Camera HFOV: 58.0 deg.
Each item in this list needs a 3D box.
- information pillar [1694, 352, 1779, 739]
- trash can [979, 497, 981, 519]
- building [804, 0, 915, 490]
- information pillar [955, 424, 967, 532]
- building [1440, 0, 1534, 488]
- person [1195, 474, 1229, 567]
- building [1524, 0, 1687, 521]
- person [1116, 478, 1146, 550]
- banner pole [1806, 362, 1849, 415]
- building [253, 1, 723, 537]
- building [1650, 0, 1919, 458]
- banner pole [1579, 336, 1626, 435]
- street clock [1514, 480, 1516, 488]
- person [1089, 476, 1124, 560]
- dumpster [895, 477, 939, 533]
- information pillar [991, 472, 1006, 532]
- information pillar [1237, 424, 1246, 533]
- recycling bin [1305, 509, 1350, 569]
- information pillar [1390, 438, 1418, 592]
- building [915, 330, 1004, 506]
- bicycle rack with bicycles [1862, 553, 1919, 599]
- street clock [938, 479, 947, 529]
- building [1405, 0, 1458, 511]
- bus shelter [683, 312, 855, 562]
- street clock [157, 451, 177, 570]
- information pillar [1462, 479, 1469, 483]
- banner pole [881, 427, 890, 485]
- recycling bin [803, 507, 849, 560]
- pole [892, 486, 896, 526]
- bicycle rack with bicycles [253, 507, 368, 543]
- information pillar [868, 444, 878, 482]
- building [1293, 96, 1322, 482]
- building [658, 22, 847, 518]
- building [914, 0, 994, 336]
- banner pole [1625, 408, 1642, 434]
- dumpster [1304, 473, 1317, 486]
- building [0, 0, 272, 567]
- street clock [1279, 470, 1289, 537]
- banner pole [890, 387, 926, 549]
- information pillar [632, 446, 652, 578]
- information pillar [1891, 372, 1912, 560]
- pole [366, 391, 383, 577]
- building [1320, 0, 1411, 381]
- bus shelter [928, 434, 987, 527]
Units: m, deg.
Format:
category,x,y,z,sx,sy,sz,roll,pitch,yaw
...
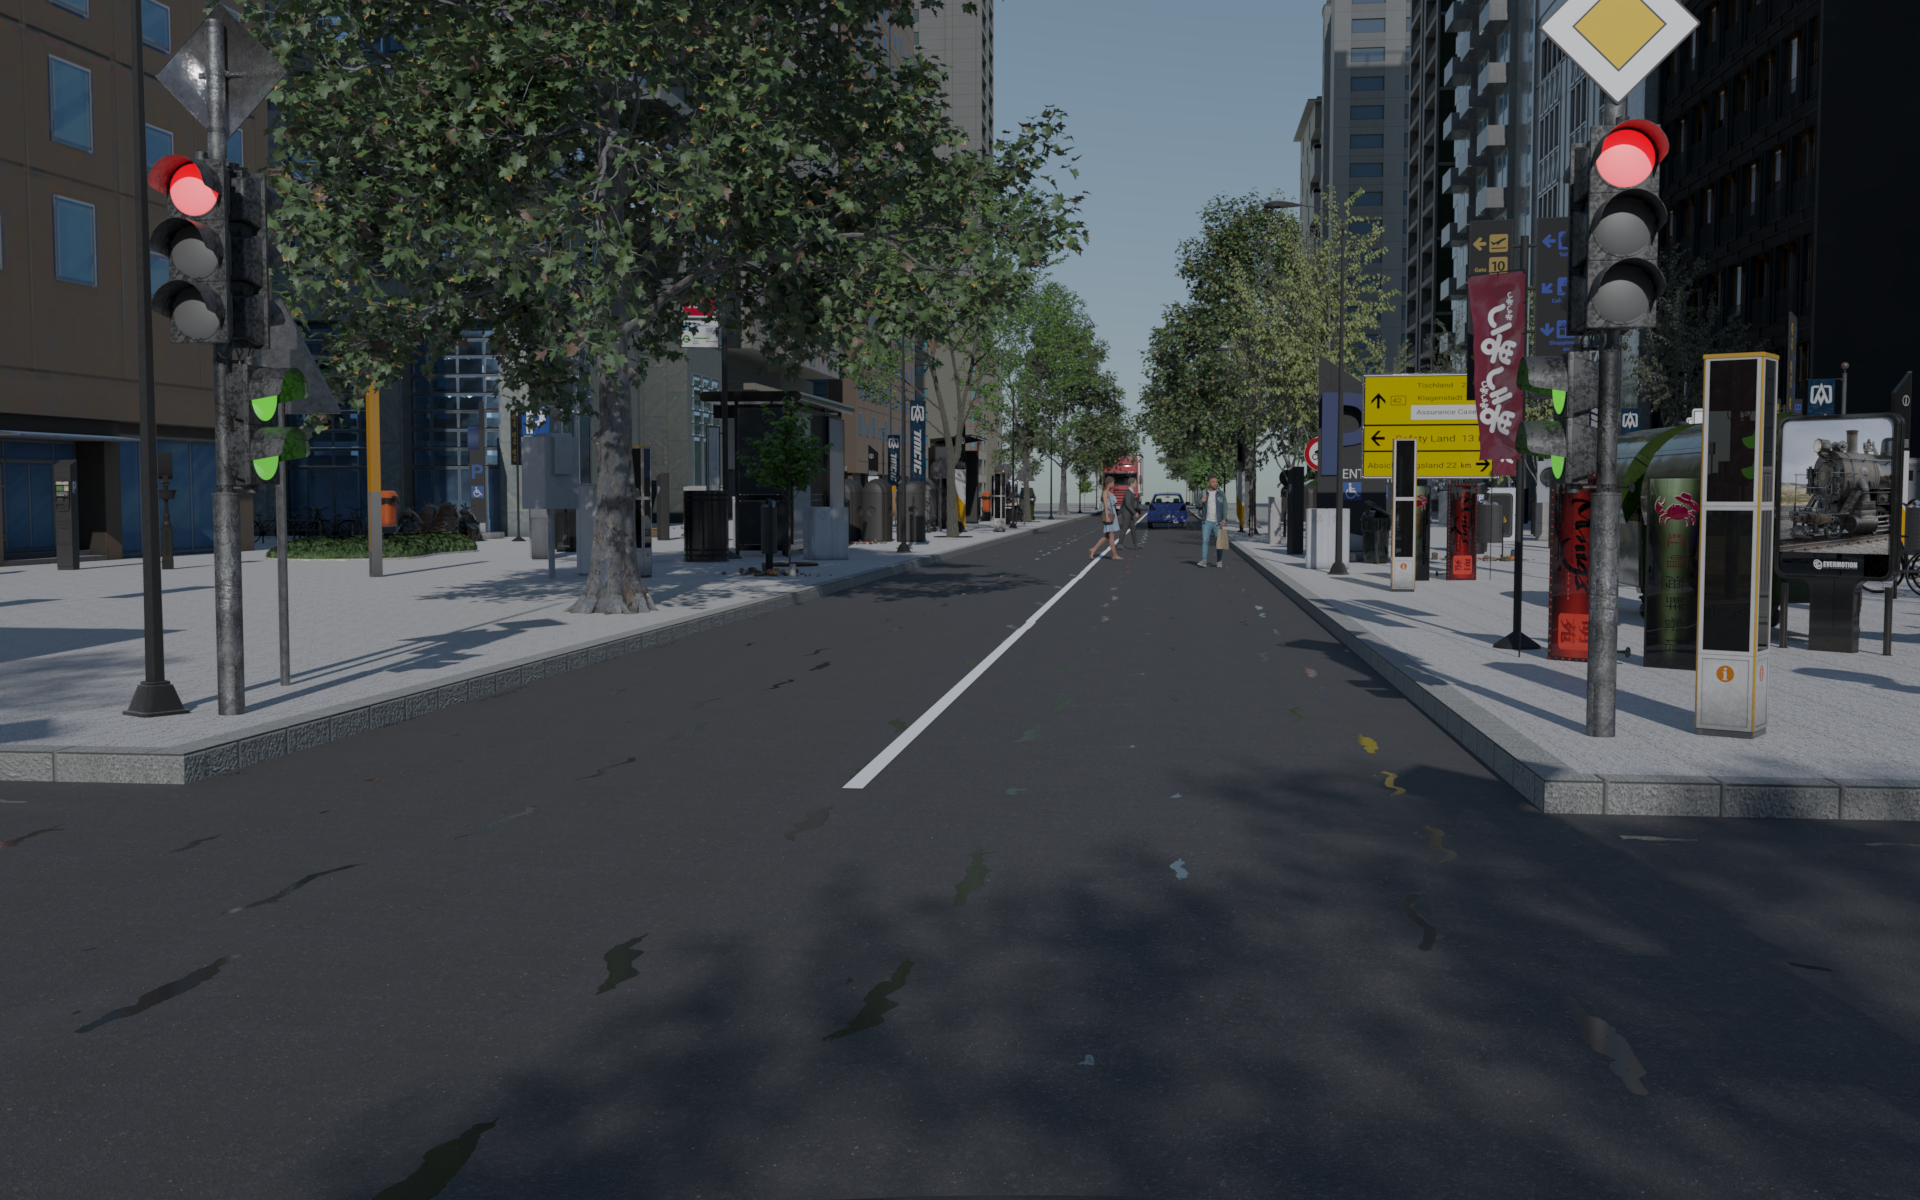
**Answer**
category,x,y,z,sx,sy,sz,roll,pitch,yaw
information pillar,4.118,-0.287,9.191,0.304,2.012,0.304,3,4,38
trash can,0.719,-4.486,85.007,0.748,1.137,0.748,0,3,0
building,-11.443,-29.719,136.009,14.600,45.320,14.200,0,4,7
information pillar,0.014,-4.079,58.047,0.183,3.616,0.504,3,5,40
building,41.779,-29.652,104.422,23.786,49.044,30.456,0,4,7
person,4.948,-1.540,33.656,0.794,1.824,0.713,2,4,30
building,31.706,-15.499,71.430,12.078,24.808,19.932,0,4,7
person,4.383,-2.203,44.295,0.755,1.850,0.659,0,4,7
banner pole,16.608,-2.636,33.114,0.863,3.779,0.401,1,4,20
building,-21.985,-46.061,65.762,22.319,86.520,31.000,0,4,7
building,30.015,-13.678,53.311,12.332,23.373,15.834,0,4,7
banner pole,9.002,-2.128,24.814,0.401,3.779,0.863,-1,4,-20
street clock,26.198,-4.751,82.249,0.471,2.002,0.358,1,4,19
person,3.176,-1.772,37.564,0.778,1.811,0.616,1,4,17
dumpster,-1.447,-3.175,57.672,1.264,1.857,1.865,0,4,7
information pillar,1.343,-3.308,58.578,0.304,2.012,0.304,2,4,31
information pillar,9.387,-4.067,57.852,0.183,3.616,0.504,-1,4,-14
recycling bin,6.330,-1.059,29.861,0.722,1.027,0.722,1,4,10
information pillar,5.825,-1.116,22.738,0.304,2.012,0.304,1,4,11
building,-10.061,-21.669,199.327,27.650,21.520,28.899,0,4,7
bicycle rack with bicycles,12.619,-0.492,21.428,2.925,0.926,2.852,3,5,41
street clock,-0.584,-3.620,63.756,0.358,2.002,0.471,2,4,34
building,43.237,-42.284,129.600,20.563,71.187,20.611,0,4,7
bus shelter,-4.093,-3.610,36.651,2.179,5.291,8.768,0,4,7
street clock,-13.493,-1.521,29.444,0.358,2.002,0.471,-2,4,-24
information pillar,23.864,-4.729,81.813,0.304,2.012,0.304,2,4,24
banner pole,-2.618,-4.546,64.338,0.863,3.779,0.401,0,4,4
recycling bin,-2.628,-1.305,33.892,0.722,1.027,0.722,-2,4,-24
pole,-2.681,-4.675,70.287,0.158,3.312,0.155,0,3,0
bicycle rack with bicycles,-16.890,-1.957,45.373,2.925,0.926,2.852,1,4,18
information pillar,-4.081,-5.498,81.247,0.504,3.616,0.183,0,4,-7
building,58.455,-38.849,224.421,28.713,52.752,27.495,0,4,7
building,-22.319,-31.293,100.873,28.713,52.752,27.495,0,4,7
building,-4.127,-47.935,221.987,20.563,71.187,20.611,0,4,7
banner pole,17.021,-3.331,44.482,0.863,3.779,0.401,0,4,8
dumpster,17.085,-4.915,82.855,1.502,2.255,1.985,0,4,7
building,-23.252,-23.351,31.901,14.600,45.320,14.200,0,4,7
street clock,9.691,-2.855,51.243,0.471,2.002,0.358,-1,4,-22
banner pole,-1.118,-3.095,40.620,0.863,3.779,0.401,-3,4,-37
information pillar,-4.930,-1.350,26.569,0.304,2.012,0.304,1,4,15
information pillar,18.000,-2.558,33.183,0.504,3.616,0.183,-2,4,-28
pole,-9.035,-2.009,26.697,0.158,3.312,0.155,0,3,0
building,51.587,-40.036,196.587,21.231,58.520,28.212,0,4,7
bus shelter,-0.053,-4.889,71.225,1.731,3.624,6.357,0,4,7
